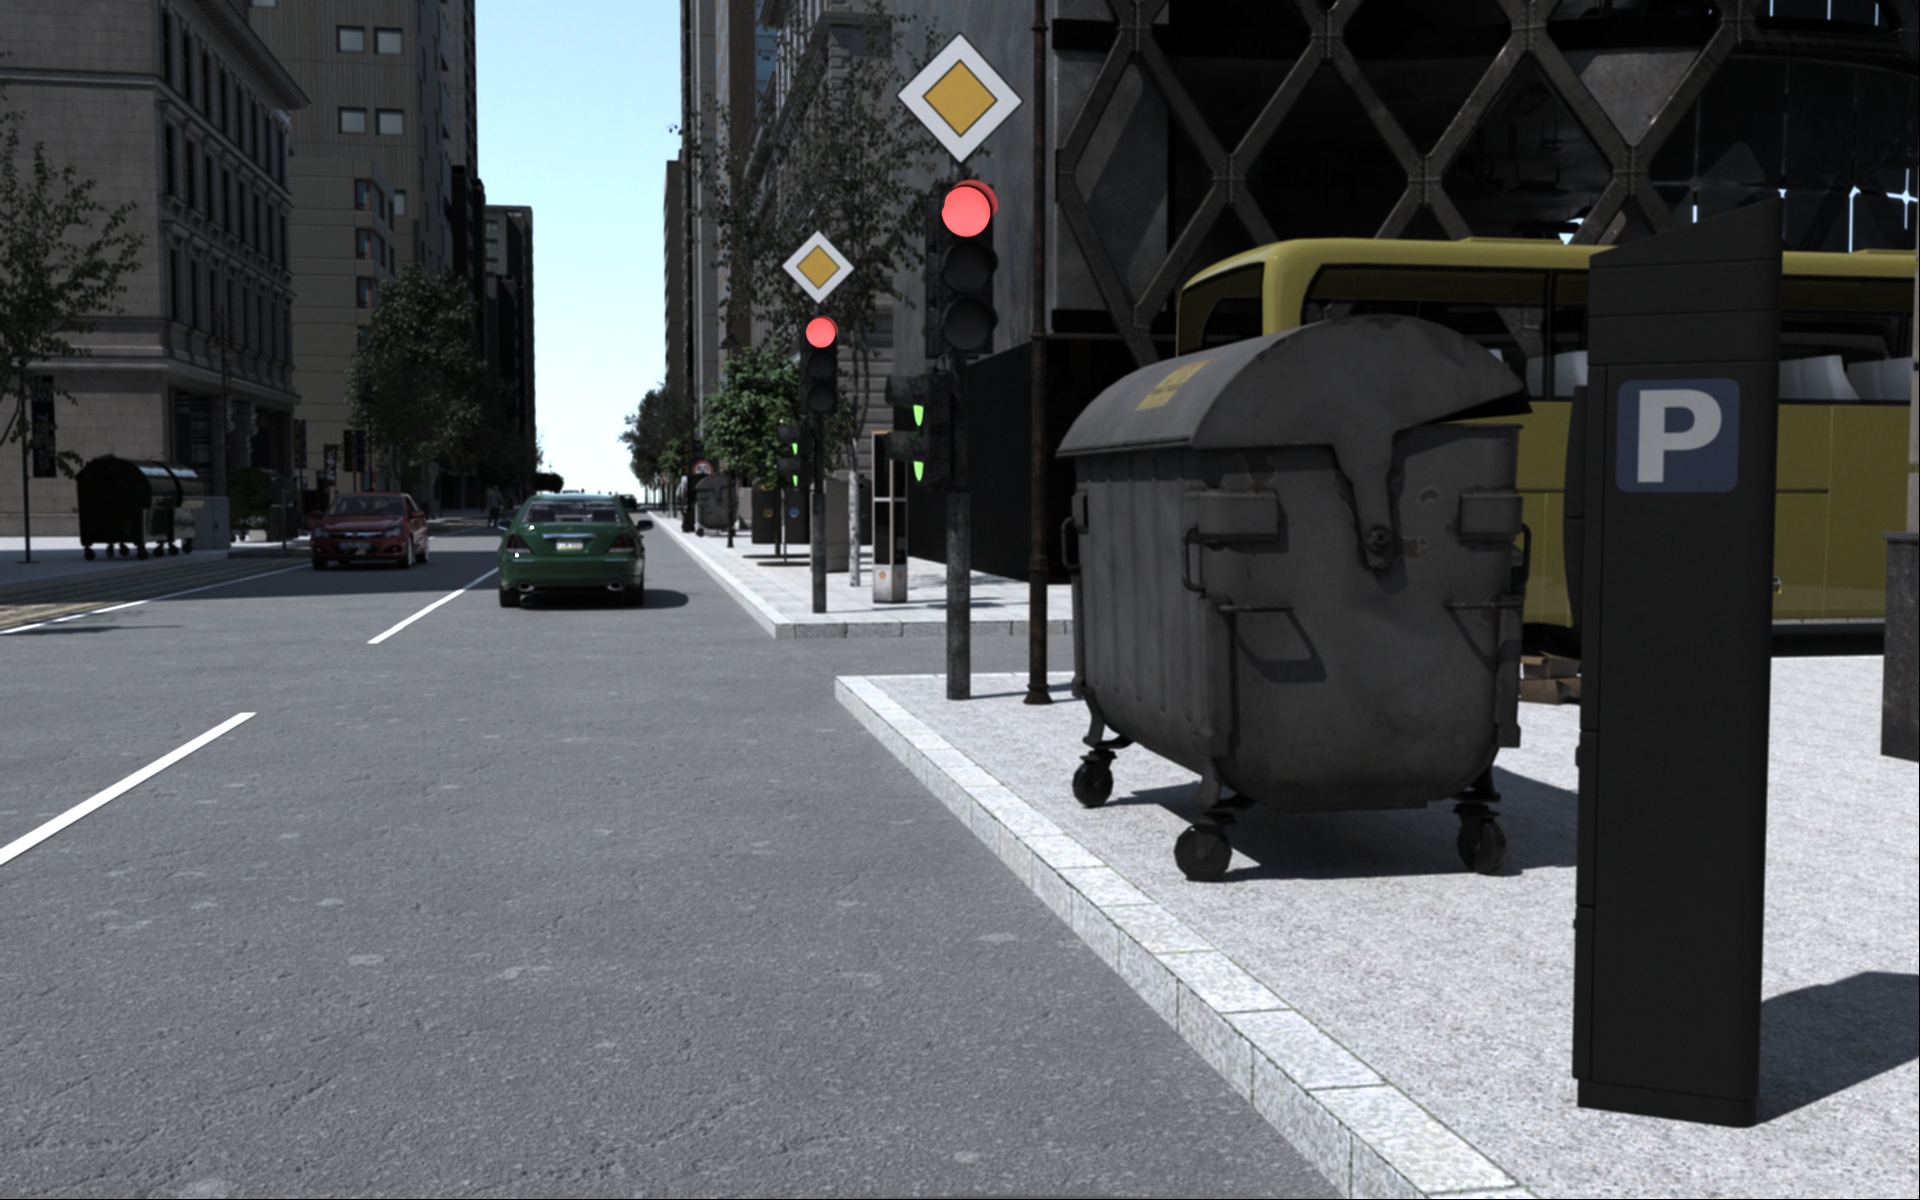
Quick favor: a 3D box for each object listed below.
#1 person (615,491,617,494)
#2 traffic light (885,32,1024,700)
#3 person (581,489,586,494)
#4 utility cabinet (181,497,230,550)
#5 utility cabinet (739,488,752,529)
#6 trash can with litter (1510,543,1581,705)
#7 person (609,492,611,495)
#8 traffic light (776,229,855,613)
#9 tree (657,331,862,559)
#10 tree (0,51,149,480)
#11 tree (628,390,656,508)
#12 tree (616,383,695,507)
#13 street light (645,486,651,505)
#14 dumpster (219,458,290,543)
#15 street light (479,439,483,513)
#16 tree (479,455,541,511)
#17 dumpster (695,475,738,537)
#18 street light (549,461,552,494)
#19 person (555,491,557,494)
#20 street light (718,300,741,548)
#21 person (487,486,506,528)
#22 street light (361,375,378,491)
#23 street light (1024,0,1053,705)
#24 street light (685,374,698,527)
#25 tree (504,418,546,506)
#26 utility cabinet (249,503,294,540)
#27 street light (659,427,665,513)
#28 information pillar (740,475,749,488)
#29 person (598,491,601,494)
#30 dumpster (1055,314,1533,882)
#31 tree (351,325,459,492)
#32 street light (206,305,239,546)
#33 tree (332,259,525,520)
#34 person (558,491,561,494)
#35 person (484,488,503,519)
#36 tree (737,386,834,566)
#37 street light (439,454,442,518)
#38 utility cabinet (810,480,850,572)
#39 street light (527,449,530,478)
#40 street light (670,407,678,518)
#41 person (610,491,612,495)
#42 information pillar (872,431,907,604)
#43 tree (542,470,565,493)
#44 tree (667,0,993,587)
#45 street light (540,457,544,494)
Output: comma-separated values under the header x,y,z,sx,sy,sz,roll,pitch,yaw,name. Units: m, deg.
x,y,z,sx,sy,sz,roll,pitch,yaw,name
-47.029,-13.969,236.980,0.705,1.812,1.348,-1,4,-10,person
-0.029,-1.333,10.719,0.839,4.253,0.868,-1,4,-11,traffic light
-25.819,-6.736,118.648,1.348,1.822,0.705,0,3,0,person
-17.313,-1.748,39.743,0.306,1.237,1.020,3,5,42,utility cabinet
-7.322,-3.266,62.075,1.173,1.500,0.318,1,4,14,utility cabinet
3.514,0.027,10.945,0.624,1.170,1.055,-3,5,-44,trash can with litter
-39.854,-11.521,197.659,1.217,1.735,0.721,3,5,44,person
-1.534,-1.813,18.562,0.839,4.253,0.868,-1,4,-11,traffic light
-3.660,-3.131,34.912,4.285,4.588,4.351,0,3,0,tree
-15.878,-4.763,28.242,4.737,8.622,4.395,0,3,0,tree
-16.625,-9.139,99.779,4.360,8.622,3.978,0,3,0,tree
-30.660,-16.014,178.844,9.611,12.733,9.660,0,3,0,tree
-40.353,-15.283,222.657,0.468,5.910,1.993,-1,4,-11,street light
-18.850,-2.681,46.327,1.502,2.255,1.985,-1,4,-11,dumpster
-32.293,-8.814,116.900,0.468,5.910,1.993,-1,4,-11,street light
-36.011,-9.264,135.187,4.285,4.588,4.351,0,3,0,tree
-7.330,-2.842,52.220,1.264,1.857,1.865,-1,4,-11,dumpster
-53.303,-15.449,225.375,0.468,5.910,1.993,-1,4,-11,street light
-43.040,-10.736,184.713,0.721,1.739,1.217,3,5,45,person
-5.510,-4.196,41.386,0.468,5.910,1.993,-1,4,-11,street light
-19.578,-3.929,73.222,0.782,1.767,0.515,0,4,6,person
-22.925,-5.782,67.329,0.468,5.910,1.993,-1,4,-11,street light
0.479,-2.303,10.443,0.468,5.910,1.993,-1,4,-11,street light
-10.370,-5.763,67.020,0.468,5.910,1.993,-1,4,-11,street light
-42.077,-13.176,165.784,4.360,8.622,3.978,0,3,0,tree
-19.037,-2.397,47.866,1.173,1.500,0.318,1,4,9,utility cabinet
-20.020,-8.820,116.992,0.468,5.910,1.993,-1,4,-11,street light
-8.451,-3.883,67.987,0.304,2.012,0.304,-1,4,-15,information pillar
-40.755,-11.436,195.482,1.348,1.823,0.705,3,5,40,person
1.177,-0.043,6.457,1.264,1.857,1.865,-1,4,-11,dumpster
-24.597,-7.698,76.217,4.737,8.622,4.395,0,3,0,tree
-18.011,-4.260,42.435,0.468,5.910,1.993,-1,4,-11,street light
-26.155,-10.262,84.791,9.611,12.733,9.660,0,3,0,tree
-27.703,-6.726,119.938,0.415,1.643,0.593,0,4,-2,person
-26.811,-5.585,99.816,0.705,1.824,1.348,3,5,39,person
-3.266,-2.235,31.149,1.663,3.219,1.824,0,3,0,tree
-27.582,-7.277,91.762,0.468,5.910,1.993,-1,4,-11,street light
-2.090,-1.216,28.568,0.318,1.500,1.173,1,4,22,utility cabinet
-43.396,-12.326,174.325,0.468,5.910,1.993,-1,4,-11,street light
-15.187,-7.298,92.108,0.468,5.910,1.993,-1,4,-11,street light
-49.161,-14.378,243.657,0.705,1.814,1.350,0,4,4,person
-0.823,-0.968,20.321,0.304,2.012,0.304,2,4,35,information pillar
-52.727,-14.267,216.985,4.285,4.588,4.351,0,3,0,tree
-1.701,-4.489,23.759,4.360,8.622,3.978,0,3,0,tree
-48.194,-13.866,199.498,0.468,5.910,1.993,-1,4,-11,street light
